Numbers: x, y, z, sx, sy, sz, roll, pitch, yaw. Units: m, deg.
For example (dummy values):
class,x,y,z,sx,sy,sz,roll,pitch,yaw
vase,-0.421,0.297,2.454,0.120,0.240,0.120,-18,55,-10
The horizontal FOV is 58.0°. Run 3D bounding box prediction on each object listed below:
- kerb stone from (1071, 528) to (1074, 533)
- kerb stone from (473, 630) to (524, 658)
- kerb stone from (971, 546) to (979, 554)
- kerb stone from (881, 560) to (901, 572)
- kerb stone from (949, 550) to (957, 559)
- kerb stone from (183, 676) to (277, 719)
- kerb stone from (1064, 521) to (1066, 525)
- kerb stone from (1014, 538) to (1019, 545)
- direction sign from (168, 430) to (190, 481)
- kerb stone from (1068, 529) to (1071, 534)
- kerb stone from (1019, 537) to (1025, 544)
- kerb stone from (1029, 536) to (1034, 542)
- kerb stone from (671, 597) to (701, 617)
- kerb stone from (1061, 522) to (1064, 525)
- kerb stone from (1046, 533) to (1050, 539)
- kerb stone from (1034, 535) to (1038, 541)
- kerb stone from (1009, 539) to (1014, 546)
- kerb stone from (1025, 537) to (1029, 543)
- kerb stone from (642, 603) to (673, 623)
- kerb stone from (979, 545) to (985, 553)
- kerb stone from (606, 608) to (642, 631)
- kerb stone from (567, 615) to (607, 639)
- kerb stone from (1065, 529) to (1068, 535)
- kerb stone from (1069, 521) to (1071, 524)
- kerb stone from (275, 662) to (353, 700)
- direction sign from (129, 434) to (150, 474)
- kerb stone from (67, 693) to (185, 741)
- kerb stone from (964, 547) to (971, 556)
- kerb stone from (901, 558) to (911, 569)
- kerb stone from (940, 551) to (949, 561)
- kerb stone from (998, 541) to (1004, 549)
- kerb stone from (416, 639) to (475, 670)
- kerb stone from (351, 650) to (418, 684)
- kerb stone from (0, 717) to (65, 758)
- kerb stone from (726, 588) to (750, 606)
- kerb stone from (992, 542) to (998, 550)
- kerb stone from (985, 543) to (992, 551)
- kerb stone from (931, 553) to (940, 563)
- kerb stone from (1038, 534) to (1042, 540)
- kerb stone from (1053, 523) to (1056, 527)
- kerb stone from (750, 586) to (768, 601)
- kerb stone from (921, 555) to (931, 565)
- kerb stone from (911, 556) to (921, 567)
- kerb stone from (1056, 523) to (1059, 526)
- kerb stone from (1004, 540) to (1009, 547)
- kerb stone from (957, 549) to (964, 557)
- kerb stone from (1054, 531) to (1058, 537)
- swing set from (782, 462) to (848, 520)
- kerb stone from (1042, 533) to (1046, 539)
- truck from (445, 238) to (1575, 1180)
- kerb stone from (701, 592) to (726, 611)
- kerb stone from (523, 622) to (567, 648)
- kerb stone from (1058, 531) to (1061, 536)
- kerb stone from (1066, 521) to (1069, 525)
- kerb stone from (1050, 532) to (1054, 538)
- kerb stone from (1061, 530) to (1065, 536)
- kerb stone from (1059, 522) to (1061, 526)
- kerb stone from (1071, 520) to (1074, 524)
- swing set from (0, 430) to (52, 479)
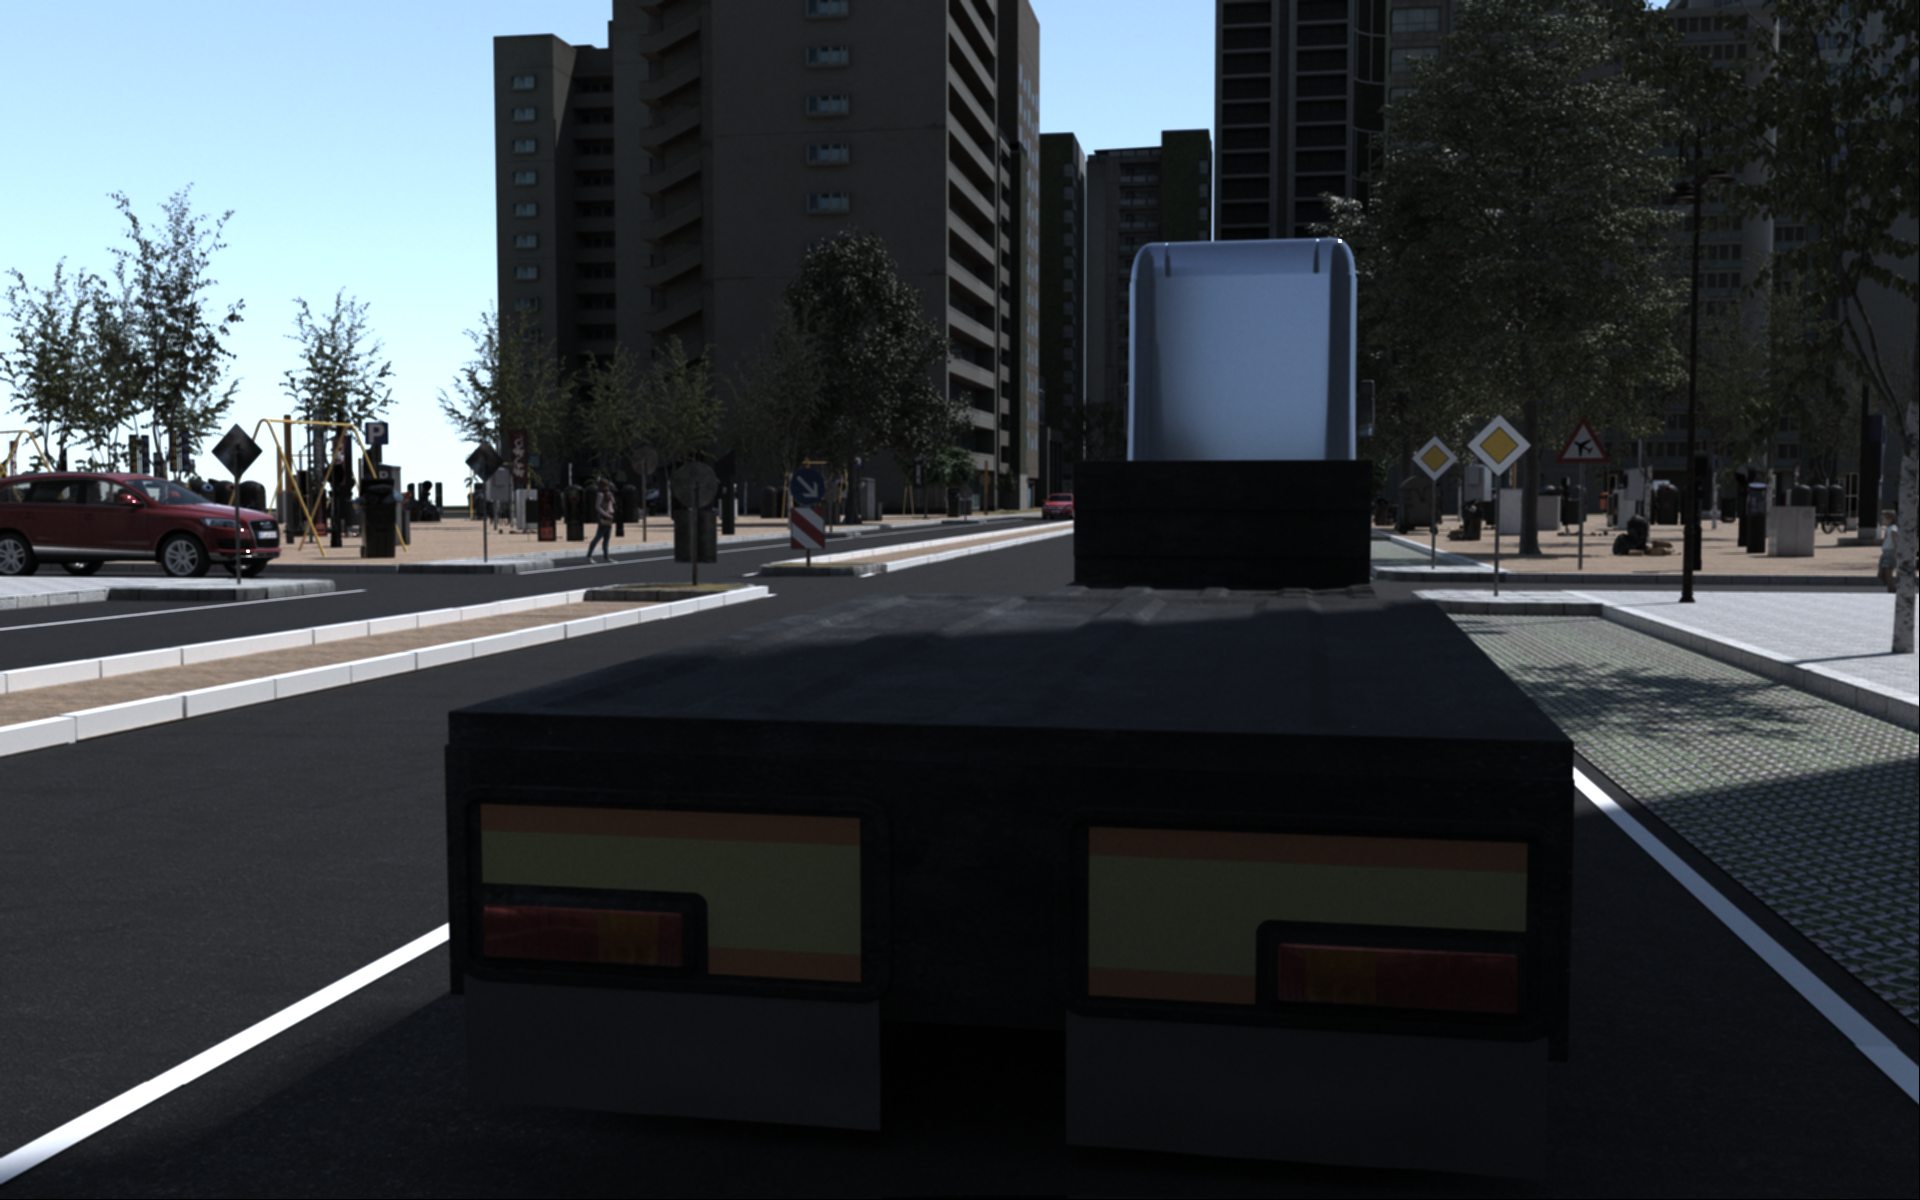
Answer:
class,x,y,z,sx,sy,sz,roll,pitch,yaw
kerb stone,3.917,-2.473,62.626,0.120,0.150,1.000,1,4,10
kerb stone,-4.208,0.408,15.577,0.120,0.150,1.000,1,4,10
kerb stone,0.254,-1.174,41.390,0.120,0.150,1.000,1,4,10
kerb stone,-1.315,-0.617,32.287,0.120,0.150,1.000,1,4,10
kerb stone,-0.269,-0.988,38.347,0.120,0.150,1.000,1,4,10
kerb stone,-4.901,0.652,11.539,0.120,0.150,1.000,1,4,10
kerb stone,4.635,-3.481,79.112,0.120,0.150,1.000,1,4,10
kerb stone,1.462,-1.606,48.451,0.120,0.150,1.000,1,4,10
direction sign,-27.552,-4.231,61.175,0.379,3.537,0.876,1,4,22
kerb stone,3.736,-2.410,61.603,0.120,0.150,1.000,1,4,10
kerb stone,1.648,-1.668,49.467,0.120,0.150,1.000,1,4,10
kerb stone,1.991,-1.789,51.495,0.120,0.150,1.000,1,4,10
kerb stone,-3.334,0.096,20.631,0.120,0.150,1.000,1,4,10
kerb stone,4.454,-3.412,78.107,0.120,0.150,1.000,1,4,10
kerb stone,2.698,-2.039,55.533,0.120,0.150,1.000,1,4,10
kerb stone,2.173,-1.854,52.506,0.120,0.150,1.000,1,4,10
kerb stone,1.294,-1.544,47.442,0.120,0.150,1.000,1,4,10
kerb stone,1.819,-1.730,50.488,0.120,0.150,1.000,1,4,10
kerb stone,-3.508,0.158,19.624,0.120,0.150,1.000,1,4,10
kerb stone,0.424,-1.236,42.400,0.120,0.150,1.000,1,4,10
kerb stone,-3.683,0.219,18.613,0.120,0.150,1.000,1,4,10
kerb stone,-3.855,0.281,17.599,0.120,0.150,1.000,1,4,10
kerb stone,3.570,-2.340,60.595,0.120,0.150,1.000,1,4,10
kerb stone,4.991,-3.606,81.149,0.120,0.150,1.000,1,4,10
kerb stone,-4.731,0.590,12.550,0.120,0.150,1.000,1,4,10
direction sign,-31.264,-4.529,66.046,0.379,3.537,0.876,2,4,26
kerb stone,-5.089,0.713,10.534,0.120,0.150,1.000,1,4,10
kerb stone,0.068,-1.107,40.375,0.120,0.150,1.000,1,4,10
kerb stone,-1.144,-0.676,33.295,0.120,0.150,1.000,1,4,10
kerb stone,-0.441,-0.918,37.339,0.120,0.150,1.000,1,4,10
kerb stone,0.951,-1.419,45.424,0.120,0.150,1.000,1,4,10
kerb stone,-4.380,0.466,14.569,0.120,0.150,1.000,1,4,10
kerb stone,-4.560,0.532,13.557,0.120,0.150,1.000,1,4,10
kerb stone,-5.250,0.781,9.515,0.120,0.150,1.000,1,4,10
kerb stone,-2.985,-0.028,22.651,0.120,0.150,1.000,1,4,10
kerb stone,0.782,-1.359,44.416,0.120,0.150,1.000,1,4,10
kerb stone,0.597,-1.292,43.407,0.120,0.150,1.000,1,4,10
kerb stone,-0.620,-0.864,36.328,0.120,0.150,1.000,1,4,10
kerb stone,2.347,-1.913,53.519,0.120,0.150,1.000,1,4,10
kerb stone,3.932,-3.234,75.073,0.120,0.150,1.000,1,4,10
kerb stone,-2.817,-0.088,23.659,0.120,0.150,1.000,1,4,10
kerb stone,-0.802,-0.803,35.322,0.120,0.150,1.000,1,4,10
kerb stone,-0.972,-0.741,34.314,0.120,0.150,1.000,1,4,10
kerb stone,4.109,-3.296,76.080,0.120,0.150,1.000,1,4,10
kerb stone,1.120,-1.482,46.433,0.120,0.150,1.000,1,4,10
kerb stone,-0.107,-1.050,39.365,0.120,0.150,1.000,1,4,10
kerb stone,3.040,-2.163,57.560,0.120,0.150,1.000,1,4,10
swing set,-7.147,-5.325,84.682,3.119,2.851,2.862,-1,4,-17
kerb stone,2.519,-1.976,54.527,0.120,0.150,1.000,1,4,10
truck,1.848,-1.406,12.746,2.967,4.110,18.799,1,4,11
kerb stone,-3.162,0.034,21.638,0.120,0.150,1.000,1,4,10
kerb stone,-4.043,0.343,16.586,0.120,0.150,1.000,1,4,10
kerb stone,3.222,-2.223,58.580,0.120,0.150,1.000,1,4,10
kerb stone,4.814,-3.541,80.136,0.120,0.150,1.000,1,4,10
kerb stone,2.865,-2.101,56.542,0.120,0.150,1.000,1,4,10
kerb stone,3.400,-2.287,59.586,0.120,0.150,1.000,1,4,10
kerb stone,4.286,-3.358,77.093,0.120,0.150,1.000,1,4,10
kerb stone,5.153,-3.667,82.158,0.120,0.150,1.000,1,4,10
swing set,-23.685,-2.776,43.007,3.119,2.851,2.862,3,5,41
